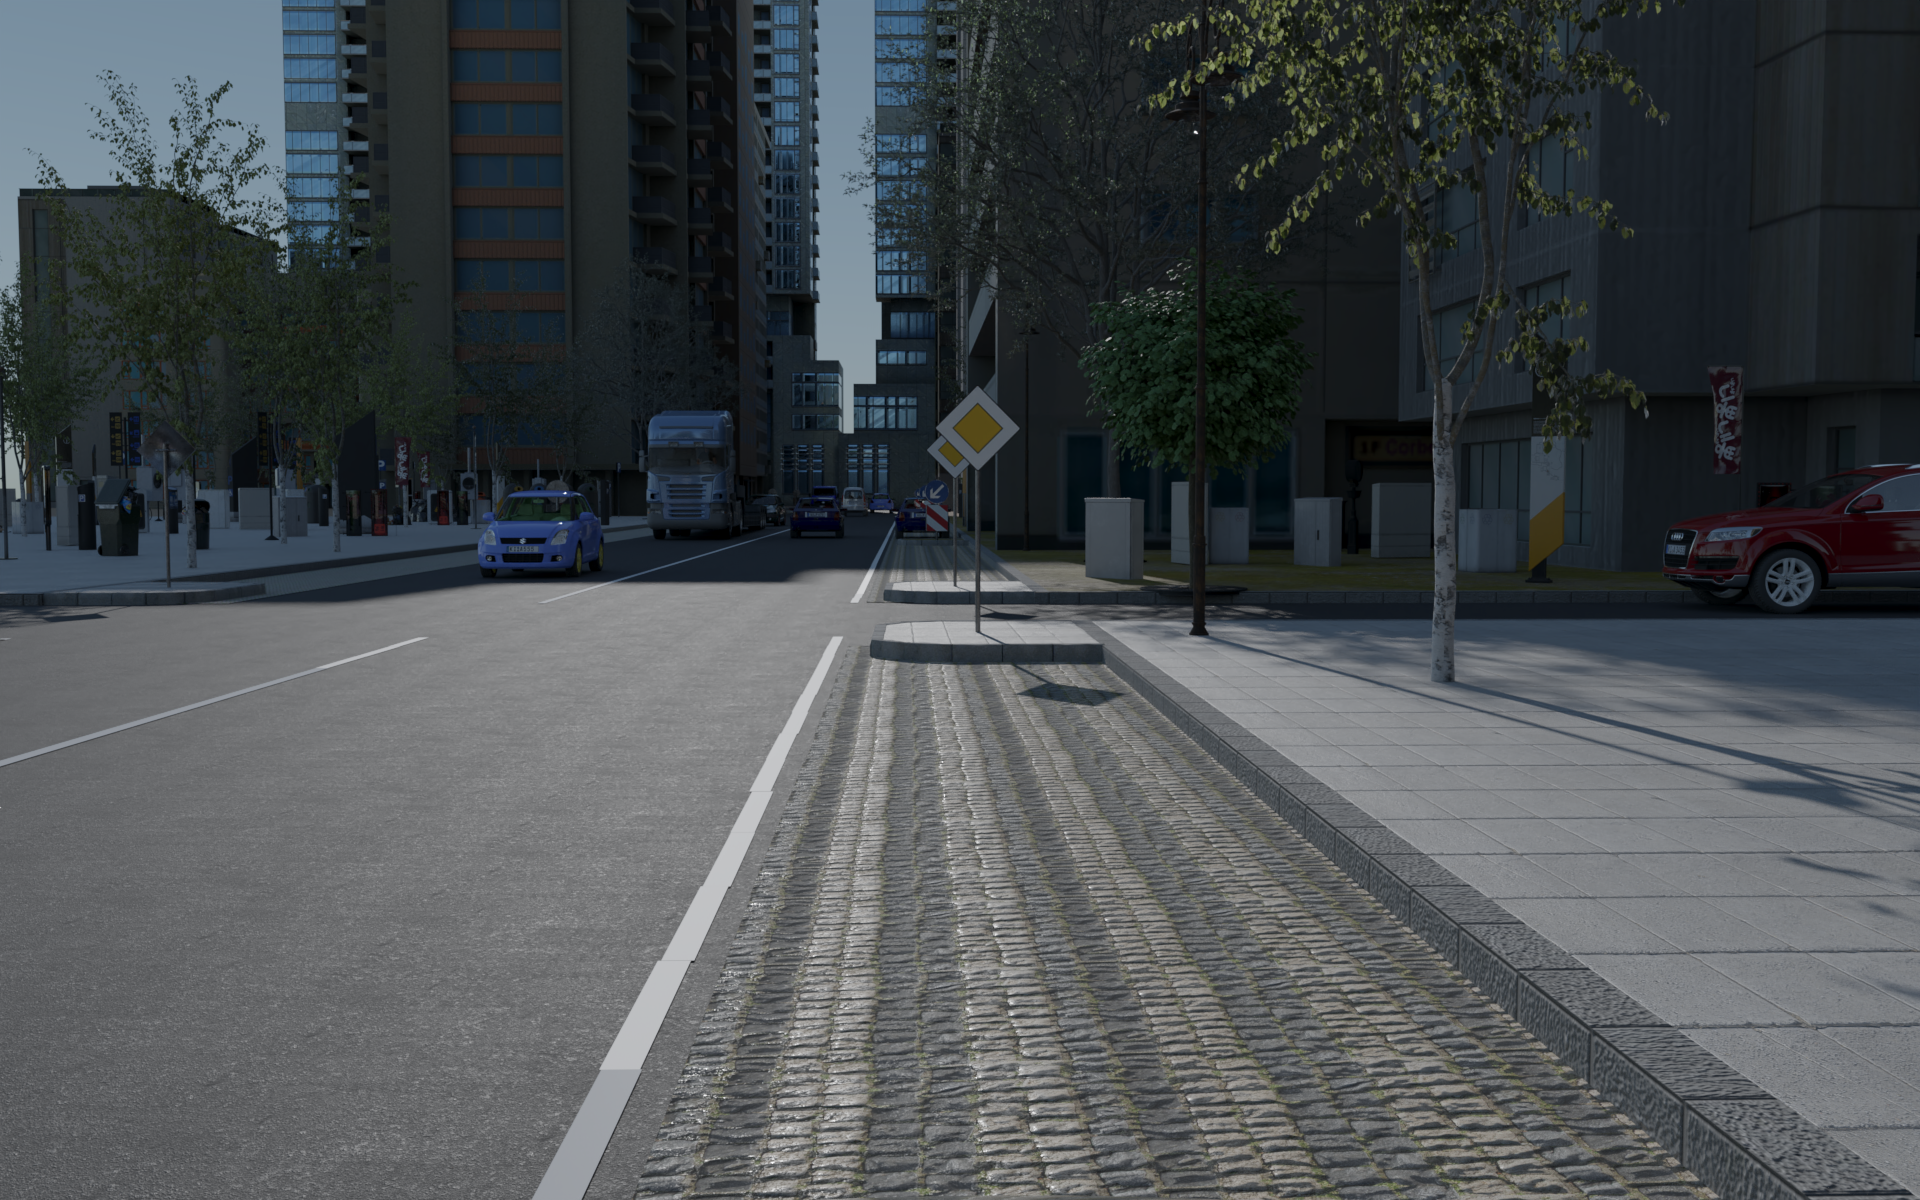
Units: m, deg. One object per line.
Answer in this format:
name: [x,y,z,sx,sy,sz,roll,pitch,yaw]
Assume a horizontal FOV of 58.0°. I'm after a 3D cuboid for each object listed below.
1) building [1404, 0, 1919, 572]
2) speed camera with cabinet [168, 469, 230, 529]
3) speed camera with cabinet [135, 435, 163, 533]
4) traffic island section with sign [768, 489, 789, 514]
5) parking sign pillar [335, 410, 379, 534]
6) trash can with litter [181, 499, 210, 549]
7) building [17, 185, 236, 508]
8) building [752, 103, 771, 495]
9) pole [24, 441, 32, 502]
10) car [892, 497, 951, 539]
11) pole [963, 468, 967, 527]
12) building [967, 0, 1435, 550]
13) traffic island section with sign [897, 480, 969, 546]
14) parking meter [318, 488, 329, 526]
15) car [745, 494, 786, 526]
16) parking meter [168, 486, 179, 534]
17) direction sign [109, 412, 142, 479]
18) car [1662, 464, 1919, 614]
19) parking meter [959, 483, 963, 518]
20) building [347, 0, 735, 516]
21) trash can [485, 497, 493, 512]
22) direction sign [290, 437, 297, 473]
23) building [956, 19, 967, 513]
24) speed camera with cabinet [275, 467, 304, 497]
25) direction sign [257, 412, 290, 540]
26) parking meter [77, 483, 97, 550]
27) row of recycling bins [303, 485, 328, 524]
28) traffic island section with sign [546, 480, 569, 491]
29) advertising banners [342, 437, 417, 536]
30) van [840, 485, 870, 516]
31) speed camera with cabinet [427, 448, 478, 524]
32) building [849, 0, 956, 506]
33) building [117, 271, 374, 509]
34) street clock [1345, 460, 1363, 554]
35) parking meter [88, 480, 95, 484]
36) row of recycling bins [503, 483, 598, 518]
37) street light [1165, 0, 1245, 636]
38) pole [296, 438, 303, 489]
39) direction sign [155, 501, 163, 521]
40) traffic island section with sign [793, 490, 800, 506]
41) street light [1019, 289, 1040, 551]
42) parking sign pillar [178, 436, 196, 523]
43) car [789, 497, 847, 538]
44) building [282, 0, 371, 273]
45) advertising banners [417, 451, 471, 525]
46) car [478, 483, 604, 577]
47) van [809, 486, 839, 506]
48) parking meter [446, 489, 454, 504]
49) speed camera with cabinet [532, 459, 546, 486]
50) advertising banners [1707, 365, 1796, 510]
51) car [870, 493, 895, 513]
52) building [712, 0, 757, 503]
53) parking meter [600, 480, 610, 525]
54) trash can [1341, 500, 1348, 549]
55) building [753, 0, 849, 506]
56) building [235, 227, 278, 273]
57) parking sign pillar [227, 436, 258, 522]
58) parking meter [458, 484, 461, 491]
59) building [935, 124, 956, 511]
building: [16.755,-21.221,30.562,14.086,41.232,14.154,0,4,-2]
speed camera with cabinet: [-28.209,-4.270,64.149,2.038,3.252,0.660,-1,4,-9]
speed camera with cabinet: [-27.065,-3.840,57.113,0.660,3.252,2.038,0,4,2]
traffic island section with sign: [-13.556,-7.162,125.719,1.989,1.847,2.006,0,4,-2]
parking sign pillar: [-19.433,-4.118,55.799,1.447,3.967,1.447,0,4,0]
trash can with litter: [-17.775,-1.767,40.283,0.624,1.170,1.055,-2,4,-26]
building: [-79.467,-24.118,166.035,14.107,30.474,14.160,0,4,-2]
building: [-29.751,-28.488,157.656,23.993,40.220,32.217,0,4,-2]
pole: [-36.023,-4.474,66.997,0.158,3.312,0.155,0,3,0]
car: [-1.239,-2.658,56.044,1.945,1.354,3.894,0,4,-3]
pole: [0.208,-4.549,68.224,0.158,3.312,0.155,0,3,0]
building: [11.186,-26.004,48.872,21.300,48.544,21.600,0,4,-2]
traffic island section with sign: [-0.767,-2.450,48.684,1.989,1.847,2.006,0,4,-2]
parking meter: [-25.341,-3.703,68.962,0.372,1.533,0.369,0,3,0]
car: [-8.848,-4.168,77.934,2.009,1.686,4.222,0,4,0]
parking meter: [-25.473,-2.909,55.969,0.372,1.533,0.369,0,3,0]
direction sign: [-23.077,-3.422,47.953,0.876,3.537,0.379,0,4,5]
car: [11.519,-0.790,21.585,5.304,1.827,2.281,0,4,0]
parking meter: [0.133,-5.393,93.887,0.255,1.863,0.399,-3,4,-37]
building: [-26.550,-27.990,112.256,22.147,44.769,28.867,0,4,-2]
trash can: [-24.058,-4.723,88.875,0.748,1.137,0.748,0,3,0]
direction sign: [-26.861,-4.719,69.146,0.876,3.537,0.379,-2,4,-35]
building: [10.249,-35.111,116.068,21.231,58.520,28.212,0,4,-2]
speed camera with cabinet: [-23.758,-4.103,61.423,0.660,3.252,2.038,-2,4,-32]
direction sign: [-19.156,-3.431,48.099,0.379,3.537,0.876,1,4,19]
parking meter: [-20.048,-1.917,39.758,0.372,1.533,0.369,0,3,0]
row of recycling bins: [-28.539,-4.247,76.548,1.069,1.692,3.534,-2,4,-28]
traffic island section with sign: [-11.283,-2.432,48.386,1.989,1.847,2.006,0,4,-2]
advertising banners: [-17.729,-3.459,52.740,2.074,3.025,0.090,0,4,-7]
van: [-6.837,-6.443,112.359,2.013,2.044,4.112,0,4,-1]
speed camera with cabinet: [-21.540,-4.843,73.512,2.038,3.252,0.660,-1,4,-12]
building: [2.331,-53.789,192.125,31.000,86.520,22.319,0,4,-2]
building: [-56.776,-19.259,159.931,28.899,21.520,27.650,0,4,-2]
street clock: [8.410,-1.984,37.002,0.358,2.002,0.471,2,4,35]
parking meter: [-36.553,-4.110,72.908,0.255,1.863,0.399,-2,4,-27]
row of recycling bins: [-15.501,-3.578,65.613,3.534,1.692,1.069,-1,4,-11]
street light: [2.175,-2.618,15.589,0.468,5.910,1.993,0,4,-2]
pole: [-24.015,-4.230,63.010,0.158,3.312,0.155,0,3,0]
direction sign: [-37.748,-5.473,81.485,0.379,3.537,0.876,-1,4,-14]
traffic island section with sign: [-14.351,-8.810,152.663,1.989,1.847,2.006,0,4,-2]
street light: [1.502,-4.046,38.932,0.468,5.910,1.993,0,4,-2]
parking sign pillar: [-34.791,-5.441,77.432,1.447,3.967,1.447,1,4,16]
car: [-4.715,-2.745,57.462,1.945,1.354,3.894,0,4,-3]
building: [-60.397,-53.682,190.373,31.000,86.520,22.319,0,4,-2]
advertising banners: [-21.173,-4.577,71.016,2.074,3.025,0.090,-1,4,-15]
car: [-7.445,-1.305,30.932,1.945,1.707,3.694,0,4,-3]
van: [-10.020,-7.585,128.391,2.240,2.365,5.245,0,4,-2]
parking meter: [-25.937,-4.872,88.061,0.372,1.533,0.369,0,3,0]
speed camera with cabinet: [-23.221,-6.367,98.441,2.038,3.252,0.660,0,4,1]
advertising banners: [11.174,-1.683,23.702,2.074,3.025,0.090,0,4,-5]
car: [-5.895,-7.400,130.576,1.945,1.707,3.694,0,3,0]
building: [-23.427,-29.608,134.203,14.600,45.320,14.200,0,4,-2]
parking meter: [-14.533,-3.986,70.887,0.255,1.863,0.399,1,4,12]
trash can: [8.319,-1.661,38.810,0.748,1.137,0.748,0,3,0]
building: [-28.653,-53.730,191.152,31.000,86.520,22.319,0,4,-2]
building: [-82.812,-25.403,187.033,14.107,30.474,14.160,0,4,-2]
parking sign pillar: [-33.361,-5.631,80.545,1.447,3.967,1.447,2,4,34]
parking meter: [-26.541,-5.300,92.374,0.399,1.863,0.255,-1,4,-8]
building: [5.234,-22.418,138.237,14.160,30.474,14.107,0,4,-2]
